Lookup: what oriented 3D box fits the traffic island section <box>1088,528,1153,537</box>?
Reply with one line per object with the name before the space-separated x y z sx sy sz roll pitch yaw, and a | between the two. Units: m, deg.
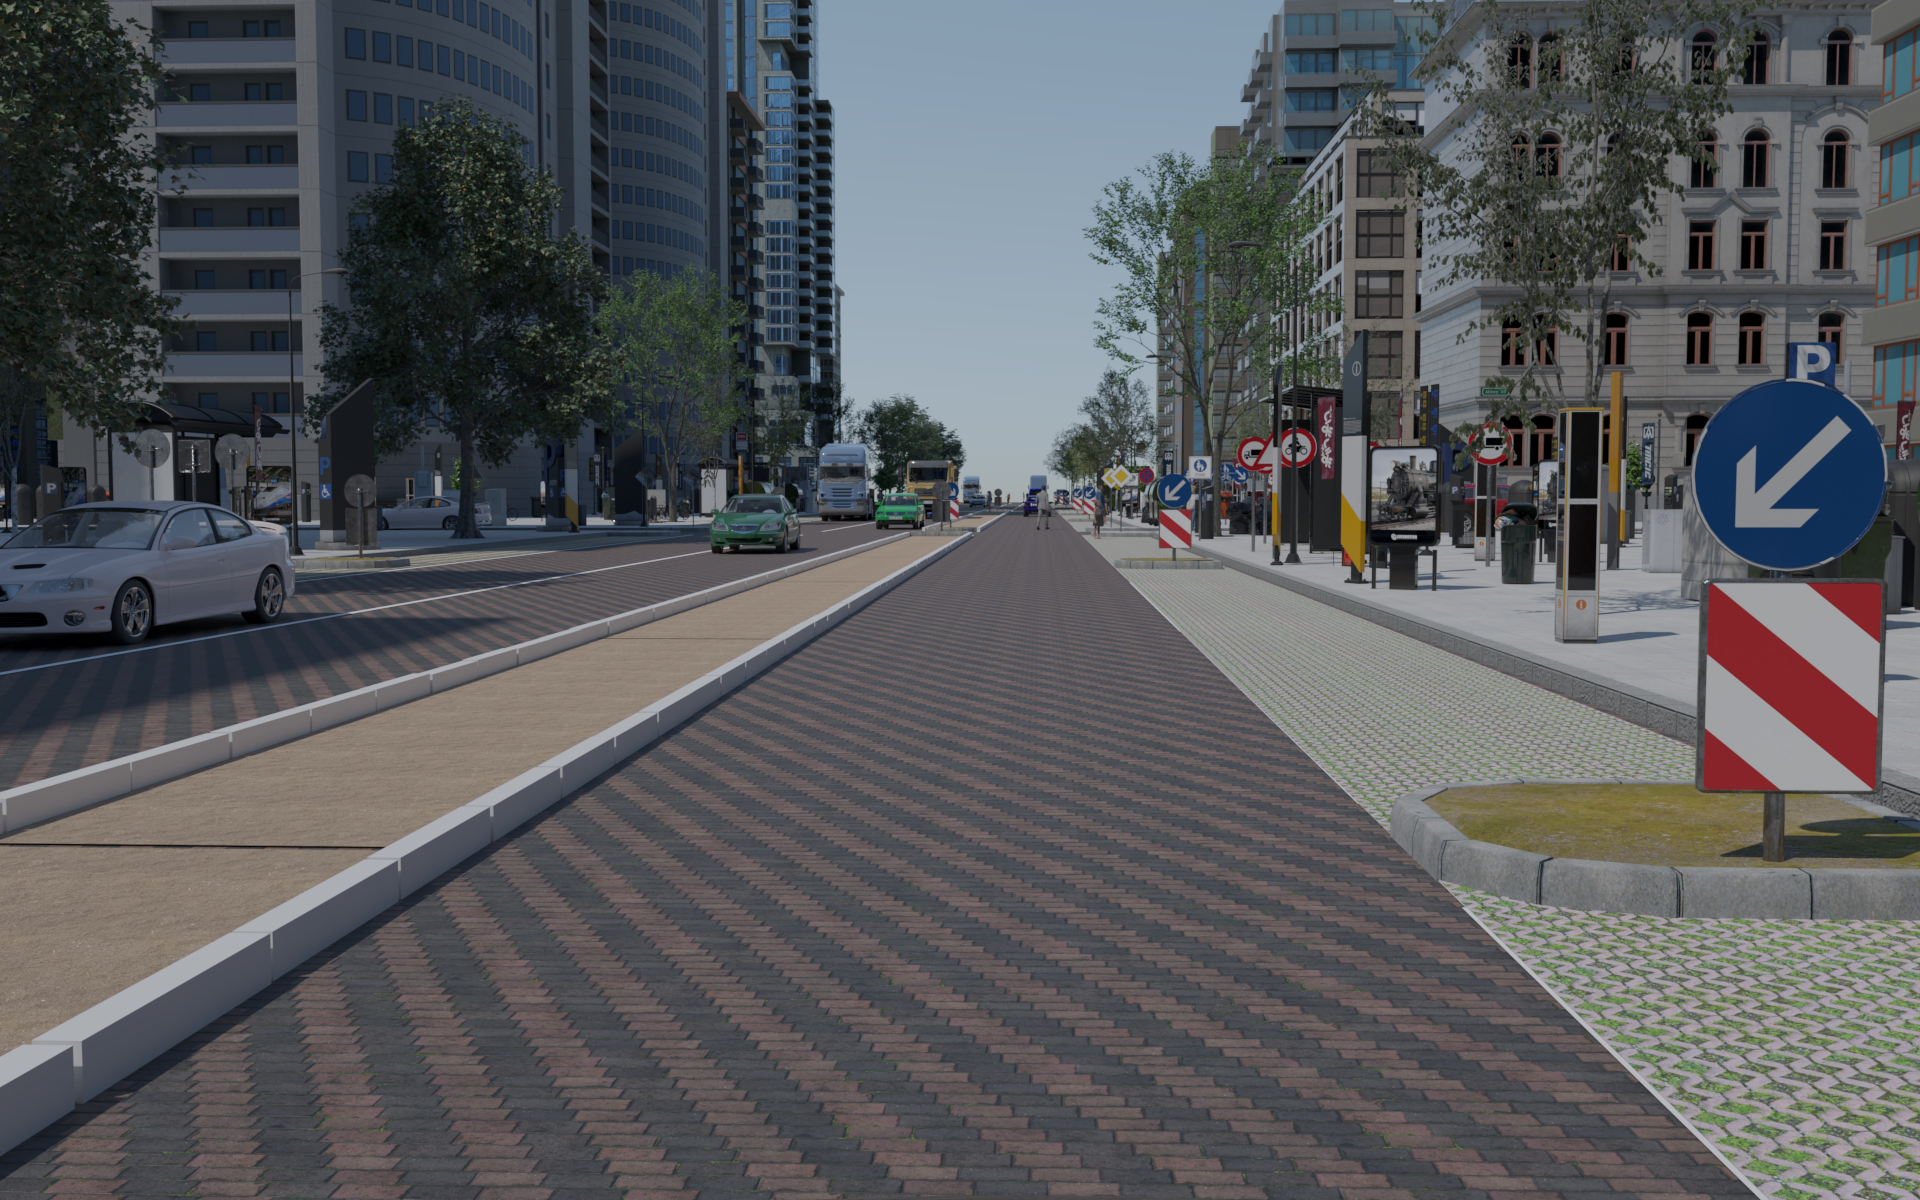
traffic island section | 5.470 -2.224 58.639 2.009 0.180 2.903 0 4 3

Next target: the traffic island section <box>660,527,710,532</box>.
traffic island section | -10.390 -2.757 67.359 2.009 0.180 2.903 0 4 3

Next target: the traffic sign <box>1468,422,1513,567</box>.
traffic sign | 9.308 -1.857 30.468 0.768 2.556 0.104 1 4 12

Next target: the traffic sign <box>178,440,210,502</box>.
traffic sign | -14.482 -1.874 32.774 0.606 2.300 0.079 0 4 4

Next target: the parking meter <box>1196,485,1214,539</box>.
parking meter | 7.018 -2.490 49.120 0.372 1.533 0.369 0 3 0

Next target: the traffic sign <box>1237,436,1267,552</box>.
traffic sign | 6.521 -2.344 38.437 0.768 2.556 0.104 0 4 6

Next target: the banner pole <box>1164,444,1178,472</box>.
banner pole | 10.700 -5.964 87.536 0.863 3.779 0.401 1 4 17

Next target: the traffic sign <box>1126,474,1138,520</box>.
traffic sign | 8.488 -5.099 85.501 0.606 2.300 0.079 0 4 5

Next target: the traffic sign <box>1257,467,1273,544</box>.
traffic sign | 7.880 -2.727 44.692 0.768 2.556 0.104 0 4 4

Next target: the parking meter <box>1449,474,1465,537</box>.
parking meter | 14.744 -2.793 51.375 0.399 1.863 0.255 3 5 43

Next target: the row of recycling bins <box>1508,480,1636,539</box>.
row of recycling bins | 17.536 -2.608 49.748 3.534 1.692 1.069 0 4 2

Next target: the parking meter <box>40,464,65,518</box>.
parking meter | -17.968 -1.750 34.326 0.399 1.863 0.255 -1 4 -23

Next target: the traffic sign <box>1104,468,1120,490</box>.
traffic sign | 12.532 -8.775 137.337 2.265 3.308 0.079 0 4 4

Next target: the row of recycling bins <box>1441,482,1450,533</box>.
row of recycling bins | 15.054 -3.115 58.050 3.534 1.692 1.069 1 4 22

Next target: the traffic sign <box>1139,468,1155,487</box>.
traffic sign | 9.061 -5.139 84.127 0.768 2.556 0.104 1 4 11

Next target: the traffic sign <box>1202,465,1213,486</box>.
traffic sign | 8.273 -3.604 59.034 0.768 2.556 0.104 0 4 8

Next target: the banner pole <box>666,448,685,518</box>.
banner pole | -15.656 -6.396 94.587 0.863 3.779 0.401 -2 4 -33

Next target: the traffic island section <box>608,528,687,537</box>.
traffic island section | -10.755 -2.269 59.382 2.009 0.180 2.903 0 4 3

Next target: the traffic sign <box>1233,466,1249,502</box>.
traffic sign | 12.904 -4.869 79.719 0.768 2.556 0.104 0 4 4

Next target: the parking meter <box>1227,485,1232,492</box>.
parking meter | 16.266 -6.065 104.873 0.255 1.863 0.399 -3 5 -43

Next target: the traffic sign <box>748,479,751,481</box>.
traffic sign | -14.539 -7.261 120.844 0.606 2.300 0.079 1 4 12

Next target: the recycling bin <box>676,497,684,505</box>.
recycling bin | -21.265 -7.242 130.964 0.722 1.027 0.722 -3 5 -42

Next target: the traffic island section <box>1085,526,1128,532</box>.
traffic island section | 5.834 -2.712 66.616 2.009 0.180 2.903 0 4 3

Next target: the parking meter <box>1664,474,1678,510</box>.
parking meter | 20.890 -2.766 50.934 0.399 1.863 0.255 -3 5 -45

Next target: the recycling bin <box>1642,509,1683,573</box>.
recycling bin | 11.608 -0.966 28.342 0.722 1.027 0.722 1 4 10

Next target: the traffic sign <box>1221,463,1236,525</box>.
traffic sign | 11.033 -4.388 71.852 0.768 2.556 0.104 0 4 6

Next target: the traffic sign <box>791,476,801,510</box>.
traffic sign | -11.528 -7.433 121.630 0.768 2.556 0.104 1 4 9

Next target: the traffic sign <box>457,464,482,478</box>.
traffic sign | -16.475 -3.557 58.162 0.884 2.594 0.081 0 4 5

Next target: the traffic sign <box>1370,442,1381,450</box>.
traffic sign | 9.949 -2.568 42.096 0.768 2.556 0.104 0 4 7

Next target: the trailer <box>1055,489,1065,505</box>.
trailer | 12.036 -12.232 207.043 1.471 1.999 3.904 0 4 1

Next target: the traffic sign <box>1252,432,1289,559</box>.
traffic sign | 6.197 -2.087 34.119 0.884 2.594 0.081 1 4 10

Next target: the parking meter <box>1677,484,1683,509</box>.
parking meter | 18.328 -2.166 43.822 0.372 1.533 0.369 0 3 0

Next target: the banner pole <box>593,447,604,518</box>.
banner pole | -19.117 -6.233 91.923 0.401 3.779 0.863 3 5 42

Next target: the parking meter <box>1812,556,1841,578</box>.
parking meter | 7.580 -0.422 15.305 0.372 1.533 0.369 0 3 0

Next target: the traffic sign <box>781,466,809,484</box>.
traffic sign | -12.191 -8.157 127.243 2.265 3.308 0.079 1 4 9

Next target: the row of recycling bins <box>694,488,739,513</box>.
row of recycling bins | -16.259 -6.705 116.747 3.534 1.692 1.069 -2 4 -29

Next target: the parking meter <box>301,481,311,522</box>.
parking meter | -29.692 -4.462 78.667 0.399 1.863 0.255 2 4 30

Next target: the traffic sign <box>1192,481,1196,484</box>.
traffic sign | 12.206 -5.622 92.020 0.768 2.556 0.104 0 4 4

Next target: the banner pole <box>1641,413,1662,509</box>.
banner pole | 21.355 -3.880 53.448 0.401 3.779 0.863 -2 4 -29

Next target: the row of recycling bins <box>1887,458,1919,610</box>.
row of recycling bins | 11.182 -0.809 20.332 1.069 1.692 3.534 1 4 10

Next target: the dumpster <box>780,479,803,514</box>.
dumpster | -11.111 -6.748 112.827 1.502 2.255 1.985 0 4 3

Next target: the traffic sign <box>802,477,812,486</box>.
traffic sign | -11.193 -7.740 126.656 0.768 2.556 0.104 0 4 8

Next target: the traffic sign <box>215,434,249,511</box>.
traffic sign | -15.415 -2.237 36.677 0.768 2.556 0.104 0 4 6

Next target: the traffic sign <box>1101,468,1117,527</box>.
traffic sign | 5.810 -3.847 66.540 0.795 2.450 0.064 0 4 3

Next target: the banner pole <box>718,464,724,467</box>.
banner pole | -17.098 -8.273 125.284 0.863 3.779 0.401 -1 4 -8

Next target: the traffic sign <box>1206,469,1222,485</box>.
traffic sign | 10.163 -4.265 69.832 0.768 2.556 0.104 0 4 4

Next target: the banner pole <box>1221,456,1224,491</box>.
banner pole | 17.100 -7.547 113.405 0.401 3.779 0.863 3 5 43

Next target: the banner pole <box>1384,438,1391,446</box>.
banner pole | 19.232 -5.382 78.010 0.401 3.779 0.863 3 4 36

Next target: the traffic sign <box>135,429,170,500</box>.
traffic sign | -15.805 -2.065 33.876 0.768 2.556 0.104 0 4 8

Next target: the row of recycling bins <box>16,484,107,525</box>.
row of recycling bins | -37.362 -3.961 71.869 3.534 1.692 1.069 -1 4 -22

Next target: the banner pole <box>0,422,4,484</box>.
banner pole | -29.486 -3.835 52.713 0.401 3.779 0.863 2 4 32

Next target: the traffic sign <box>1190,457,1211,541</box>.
traffic sign | 6.569 -2.770 47.416 0.606 2.300 0.079 0 4 4

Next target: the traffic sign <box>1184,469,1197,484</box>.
traffic sign | 11.408 -5.258 86.077 0.768 2.556 0.104 0 4 5

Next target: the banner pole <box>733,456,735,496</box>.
banner pole | -14.973 -7.623 114.655 0.401 3.779 0.863 0 4 2

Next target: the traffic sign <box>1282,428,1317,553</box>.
traffic sign | 6.442 -2.026 33.226 0.768 2.556 0.104 1 4 11
